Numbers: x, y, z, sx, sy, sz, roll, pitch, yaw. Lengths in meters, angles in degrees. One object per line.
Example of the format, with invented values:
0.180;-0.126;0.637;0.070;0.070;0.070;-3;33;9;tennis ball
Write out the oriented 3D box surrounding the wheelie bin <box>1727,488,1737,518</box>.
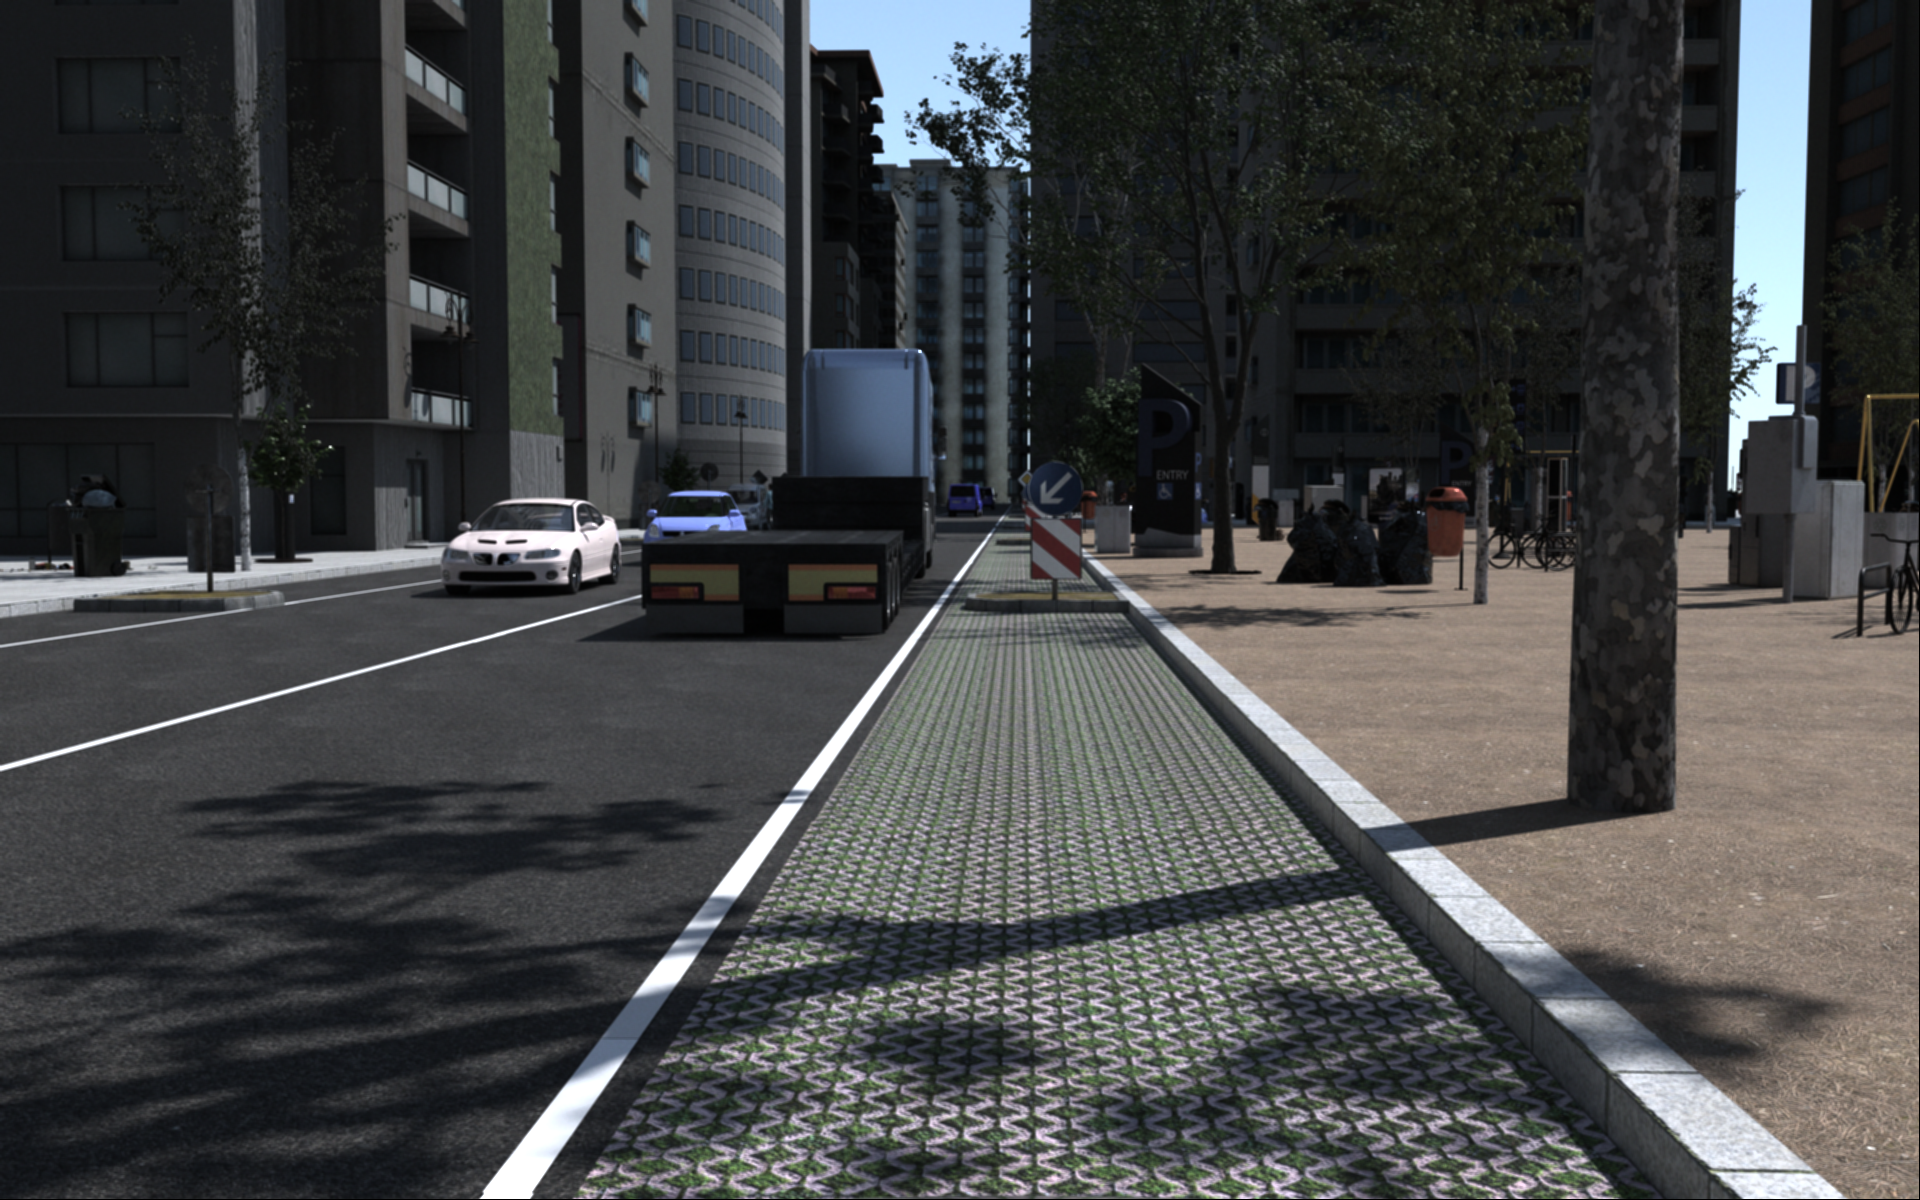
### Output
41.949;-5.286;94.340;0.693;1.594;0.980;2;4;23;wheelie bin

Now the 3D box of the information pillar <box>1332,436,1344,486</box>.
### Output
15.163;-4.776;69.436;0.504;3.616;0.183;0;4;-6;information pillar

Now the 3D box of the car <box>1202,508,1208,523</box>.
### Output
8.965;-4.041;75.656;3.694;1.707;1.945;0;4;3;car

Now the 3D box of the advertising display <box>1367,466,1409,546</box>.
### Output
9.989;-2.163;40.580;0.123;1.923;0.974;-3;5;-43;advertising display

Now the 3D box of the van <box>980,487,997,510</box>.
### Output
2.257;-9.550;160.533;2.240;2.365;5.245;0;4;3;van

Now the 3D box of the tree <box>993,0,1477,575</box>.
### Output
4.342;-6.236;27.710;9.928;11.665;9.643;0;3;0;tree

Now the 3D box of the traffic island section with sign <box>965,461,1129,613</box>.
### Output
1.074;-0.797;21.667;1.989;1.847;2.006;0;4;2;traffic island section with sign

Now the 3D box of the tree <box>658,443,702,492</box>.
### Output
-10.614;-4.367;65.999;1.663;3.219;1.824;0;3;0;tree

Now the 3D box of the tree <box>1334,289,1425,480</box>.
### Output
14.685;-6.501;56.648;4.360;8.622;3.978;0;3;0;tree

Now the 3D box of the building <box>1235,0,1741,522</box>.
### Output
25.657;-28.539;90.321;21.600;48.544;21.300;0;4;2;building

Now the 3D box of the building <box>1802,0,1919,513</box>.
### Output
58.859;-26.565;88.958;28.867;44.769;22.147;0;4;2;building

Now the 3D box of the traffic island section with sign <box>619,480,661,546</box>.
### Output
-8.808;-2.460;48.855;1.989;1.847;2.006;0;4;2;traffic island section with sign

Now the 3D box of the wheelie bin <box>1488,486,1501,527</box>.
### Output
20.464;-3.603;66.819;0.693;1.594;0.980;-3;5;-40;wheelie bin

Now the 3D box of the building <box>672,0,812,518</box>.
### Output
-20.209;-33.704;93.055;21.231;58.520;28.212;0;4;2;building

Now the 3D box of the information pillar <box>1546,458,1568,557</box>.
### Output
12.164;-1.885;35.304;0.304;2.012;0.304;3;5;42;information pillar

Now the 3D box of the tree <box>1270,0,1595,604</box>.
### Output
5.857;-4.255;19.935;4.737;8.622;4.395;0;3;0;tree

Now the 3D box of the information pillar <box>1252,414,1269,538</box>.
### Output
8.741;-3.605;50.300;0.504;3.616;0.183;0;4;-3;information pillar

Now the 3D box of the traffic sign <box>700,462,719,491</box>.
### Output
-10.104;-4.261;69.771;0.768;2.556;0.104;0;4;8;traffic sign

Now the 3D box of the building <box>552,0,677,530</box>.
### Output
-22.667;-26.723;60.622;21.600;48.544;21.300;0;4;2;building

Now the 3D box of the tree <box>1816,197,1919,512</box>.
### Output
23.692;-5.721;43.906;4.737;8.622;4.395;0;3;0;tree

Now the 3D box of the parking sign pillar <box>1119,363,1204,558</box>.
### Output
4.260;-2.867;35.351;1.447;3.967;1.447;2;4;29;parking sign pillar

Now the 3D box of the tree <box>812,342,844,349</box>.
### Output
-9.197;-11.483;113.497;9.928;11.665;9.643;0;3;0;tree

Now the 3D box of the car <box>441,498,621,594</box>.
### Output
-6.399;-0.849;26.250;2.083;1.381;4.827;0;4;0;car

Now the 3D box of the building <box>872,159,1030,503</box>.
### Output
-4.278;-38.570;250.220;30.456;49.044;23.786;0;4;2;building

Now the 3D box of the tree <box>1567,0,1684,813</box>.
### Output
4.128;-9.184;6.052;12.611;20.169;13.585;0;3;0;tree

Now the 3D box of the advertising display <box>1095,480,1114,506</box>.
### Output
6.634;-4.535;79.369;0.974;1.923;0.123;-2;4;-29;advertising display

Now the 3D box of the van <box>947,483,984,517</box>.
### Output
0.330;-6.378;108.660;2.240;2.365;5.245;0;4;4;van

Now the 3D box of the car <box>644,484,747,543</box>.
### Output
-5.477;-1.619;36.055;1.945;1.707;3.694;0;4;1;car

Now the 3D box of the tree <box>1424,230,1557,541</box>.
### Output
15.598;-5.922;47.190;4.360;8.622;3.978;0;3;0;tree

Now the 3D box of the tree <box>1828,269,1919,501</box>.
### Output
30.594;-6.455;55.899;4.360;8.622;3.978;0;3;0;tree

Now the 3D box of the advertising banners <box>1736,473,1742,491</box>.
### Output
63.871;-9.026;143.768;2.074;3.025;0.090;1;4;15;advertising banners

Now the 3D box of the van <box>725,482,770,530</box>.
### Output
-8.381;-3.679;67.170;2.013;2.044;4.112;0;4;1;van

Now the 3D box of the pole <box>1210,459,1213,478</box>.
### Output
15.574;-6.927;107.097;0.158;3.312;0.155;0;3;0;pole

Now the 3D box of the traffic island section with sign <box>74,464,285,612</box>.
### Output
-9.738;-0.813;21.916;1.989;1.847;2.006;0;4;2;traffic island section with sign

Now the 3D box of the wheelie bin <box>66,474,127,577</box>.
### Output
-13.403;-1.161;26.887;0.980;1.594;0.693;2;4;31;wheelie bin

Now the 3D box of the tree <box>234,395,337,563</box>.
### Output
-12.869;-2.331;32.710;1.663;3.219;1.824;0;3;0;tree

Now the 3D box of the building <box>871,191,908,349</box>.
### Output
-18.719;-31.912;213.638;23.993;40.220;32.217;0;4;2;building

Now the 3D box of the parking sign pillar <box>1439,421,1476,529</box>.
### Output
18.258;-4.593;63.572;1.447;3.967;1.447;1;4;18;parking sign pillar

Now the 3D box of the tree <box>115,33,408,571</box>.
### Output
-11.676;-4.787;28.633;4.360;8.622;3.978;0;3;0;tree

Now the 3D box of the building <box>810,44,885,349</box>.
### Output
-18.981;-31.480;169.319;22.147;44.769;28.867;0;4;2;building

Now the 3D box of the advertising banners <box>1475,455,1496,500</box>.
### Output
23.182;-5.029;78.413;2.074;3.025;0.090;1;4;23;advertising banners

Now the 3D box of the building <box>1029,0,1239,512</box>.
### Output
16.083;-36.430;137.624;21.231;58.520;28.212;0;4;2;building

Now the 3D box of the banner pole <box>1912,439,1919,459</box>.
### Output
43.450;-5.433;78.846;0.401;3.779;0.863;1;4;9;banner pole

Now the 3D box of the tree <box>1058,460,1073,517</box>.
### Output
6.074;-6.354;98.497;1.663;3.219;1.824;0;3;0;tree

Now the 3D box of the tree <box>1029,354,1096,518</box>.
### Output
5.763;-8.628;91.432;4.360;8.622;3.978;0;3;0;tree

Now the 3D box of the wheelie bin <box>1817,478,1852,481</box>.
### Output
17.105;-1.588;33.876;0.693;1.594;0.980;-3;4;-38;wheelie bin

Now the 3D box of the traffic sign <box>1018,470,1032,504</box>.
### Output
2.761;-4.132;71.199;0.795;2.450;0.064;0;4;2;traffic sign

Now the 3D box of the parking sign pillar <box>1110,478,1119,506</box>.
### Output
9.856;-7.655;113.635;1.447;3.967;1.447;-1;4;-16;parking sign pillar

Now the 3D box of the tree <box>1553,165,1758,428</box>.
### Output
16.090;-5.471;39.810;4.360;8.622;3.978;0;3;0;tree

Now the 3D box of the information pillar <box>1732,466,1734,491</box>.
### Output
63.766;-9.273;142.972;0.183;3.616;0.504;1;4;22;information pillar

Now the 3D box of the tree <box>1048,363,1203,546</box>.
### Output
4.403;-3.659;43.537;4.285;4.588;4.351;0;3;0;tree

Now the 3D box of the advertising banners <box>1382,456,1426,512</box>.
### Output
20.502;-5.127;80.007;2.074;3.025;0.090;2;4;32;advertising banners

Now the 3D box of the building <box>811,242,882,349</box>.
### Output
-20.979;-17.662;133.808;27.650;21.520;28.899;0;4;2;building

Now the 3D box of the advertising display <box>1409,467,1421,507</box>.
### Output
10.480;-2.208;41.314;0.974;1.923;0.123;0;4;-2;advertising display

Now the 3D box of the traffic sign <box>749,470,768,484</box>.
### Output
-8.326;-4.156;71.600;0.795;2.450;0.064;0;4;2;traffic sign

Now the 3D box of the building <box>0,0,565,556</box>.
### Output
-18.320;-21.844;40.737;14.154;41.232;14.086;0;4;2;building
